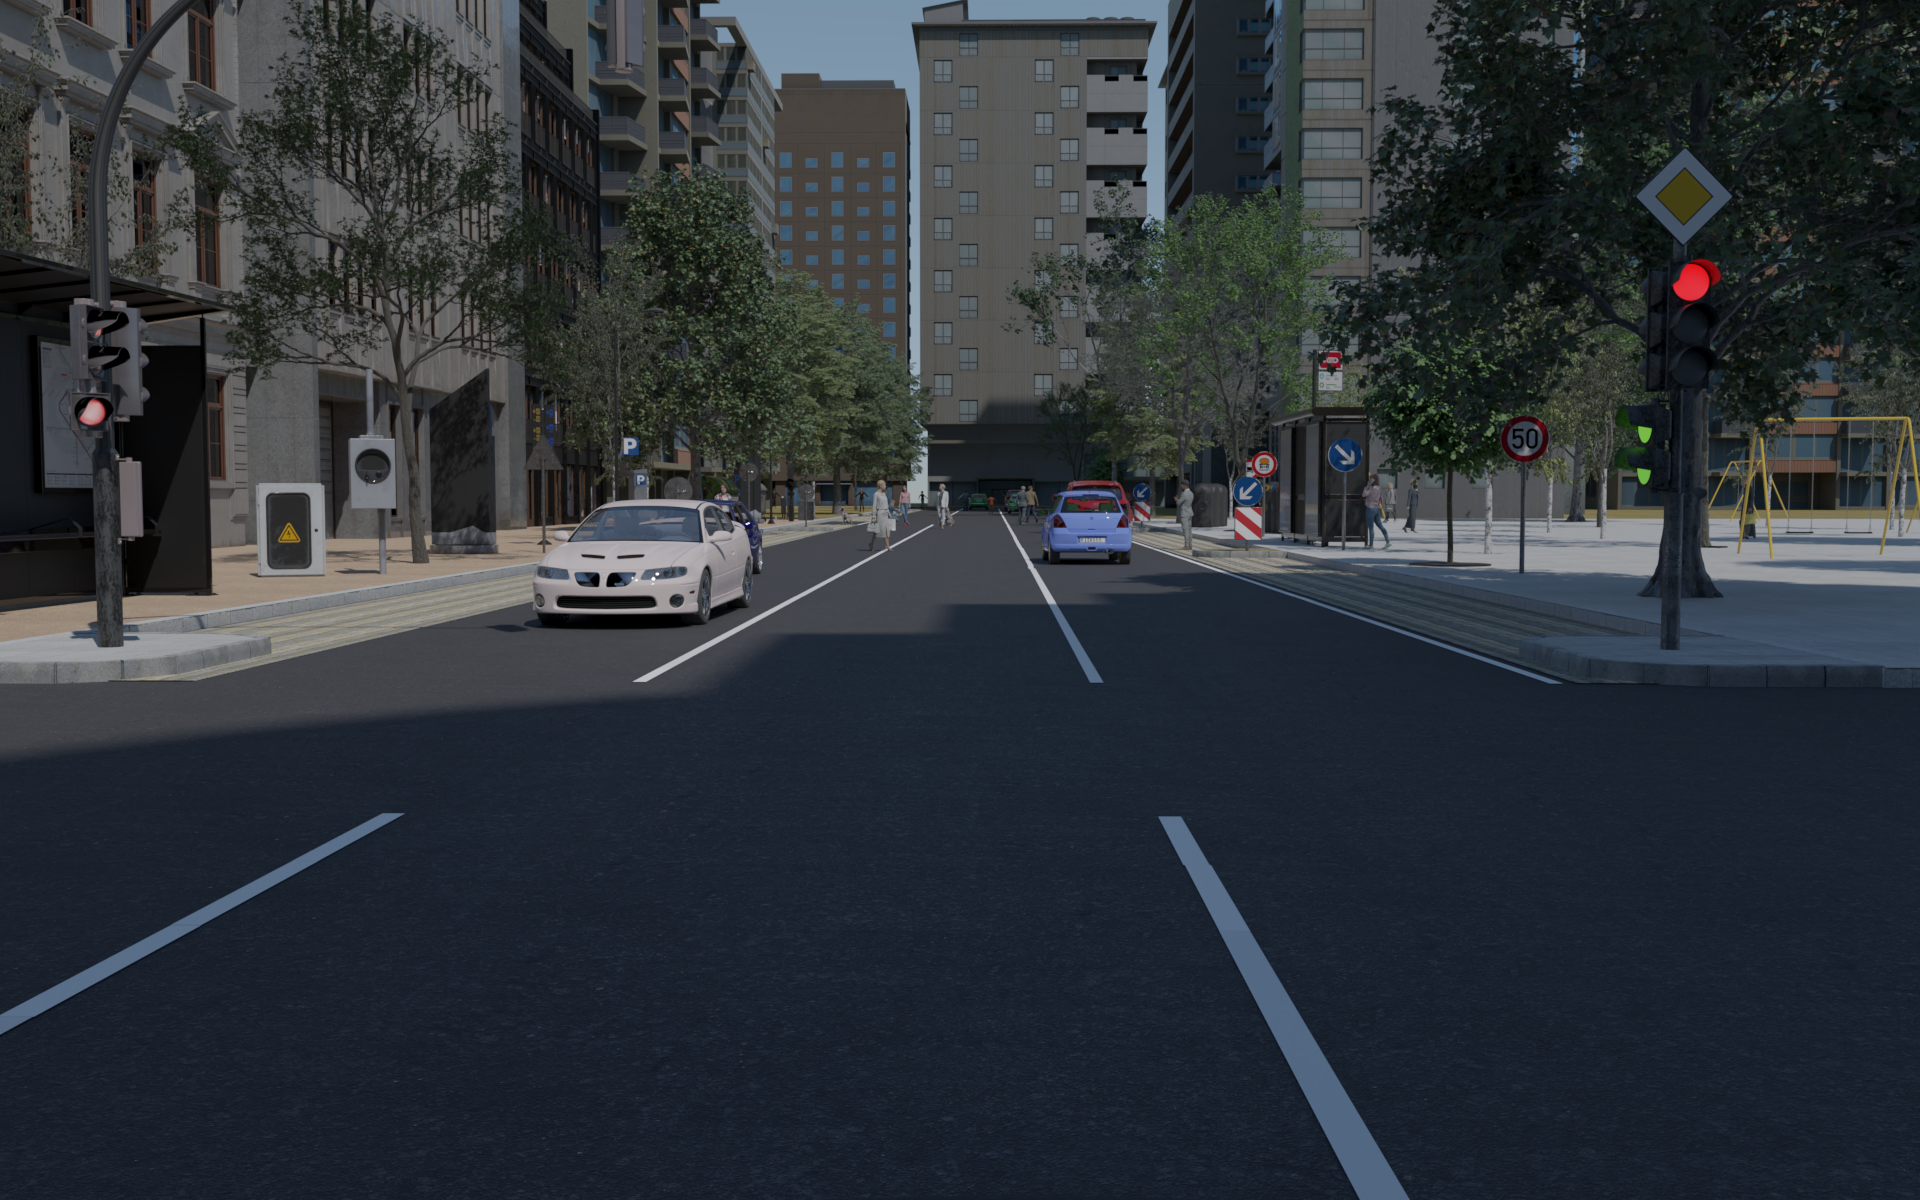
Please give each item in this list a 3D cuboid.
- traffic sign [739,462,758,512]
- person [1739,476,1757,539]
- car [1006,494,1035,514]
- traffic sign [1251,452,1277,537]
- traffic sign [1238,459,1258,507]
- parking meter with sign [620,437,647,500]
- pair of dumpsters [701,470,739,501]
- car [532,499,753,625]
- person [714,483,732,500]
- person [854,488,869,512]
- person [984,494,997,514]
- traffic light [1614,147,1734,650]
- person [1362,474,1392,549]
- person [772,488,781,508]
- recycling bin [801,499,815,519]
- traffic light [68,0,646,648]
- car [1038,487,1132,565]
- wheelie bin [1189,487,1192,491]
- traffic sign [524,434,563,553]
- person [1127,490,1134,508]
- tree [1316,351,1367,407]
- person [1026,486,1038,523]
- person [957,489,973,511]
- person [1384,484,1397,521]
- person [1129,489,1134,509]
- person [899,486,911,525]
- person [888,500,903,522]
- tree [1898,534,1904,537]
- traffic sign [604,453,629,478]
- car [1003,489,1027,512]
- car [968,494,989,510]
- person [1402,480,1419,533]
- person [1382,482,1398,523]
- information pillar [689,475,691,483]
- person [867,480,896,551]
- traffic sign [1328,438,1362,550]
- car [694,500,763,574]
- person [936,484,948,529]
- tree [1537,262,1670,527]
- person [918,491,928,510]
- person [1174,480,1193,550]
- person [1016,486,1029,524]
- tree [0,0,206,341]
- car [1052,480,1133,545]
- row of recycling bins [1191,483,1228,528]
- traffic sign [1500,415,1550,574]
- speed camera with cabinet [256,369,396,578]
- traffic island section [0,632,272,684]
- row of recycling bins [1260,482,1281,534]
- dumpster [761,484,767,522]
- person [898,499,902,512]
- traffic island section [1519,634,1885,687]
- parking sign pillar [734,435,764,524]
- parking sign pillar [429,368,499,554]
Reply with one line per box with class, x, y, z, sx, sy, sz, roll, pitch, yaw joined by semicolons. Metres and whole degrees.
traffic sign;-8.443;-4.225;69.190;0.768;2.556;0.104;0;4;2
person;22.677;-2.662;49.781;0.699;1.804;1.509;3;4;36
car;4.420;-7.068;127.359;2.131;1.459;4.920;0;4;3
traffic sign;9.113;-3.171;51.955;0.768;2.556;0.104;0;4;3
traffic sign;10.536;-3.859;63.197;0.768;2.556;0.104;0;4;6
parking meter with sign;-9.800;-3.444;52.567;0.543;3.016;1.738;-2;4;-26
pair of dumpsters;-9.872;-4.064;68.944;1.574;2.255;4.437;0;4;1
car;-3.635;-0.499;20.520;2.083;1.381;4.827;0;4;3
person;-6.438;-2.300;46.944;0.563;1.720;0.643;-2;4;-35
person;-7.181;-7.294;126.127;1.217;1.723;0.721;1;4;18
person;2.230;-6.901;124.589;1.065;1.426;0.557;-2;4;-30
traffic light;5.849;-1.546;14.200;0.839;4.253;0.868;0;4;1
person;9.750;-2.069;40.469;0.643;1.750;0.593;3;4;38
person;-17.272;-9.500;160.995;1.348;1.869;0.705;-2;4;-29
recycling bin;-7.895;-4.722;89.760;0.722;1.027;0.722;0;4;-5
traffic light;-5.018;-2.431;14.409;4.771;5.953;1.251;0;4;1
car;2.628;-1.648;36.528;1.945;1.707;3.694;0;4;-1
wheelie bin;10.505;-4.236;77.164;0.980;1.594;0.693;-3;5;-41
traffic sign;-9.029;-2.295;37.523;0.884;2.594;0.081;0;4;6
person;16.052;-9.626;164.109;1.217;1.739;0.721;0;4;4
tree;18.705;-8.230;84.928;4.737;8.622;4.395;0;3;0
person;3.614;-4.817;87.165;0.836;1.842;0.656;3;5;42
person;0.464;-8.263;143.690;1.350;1.814;0.705;-1;4;-15
person;20.323;-4.594;81.556;0.661;1.777;0.834;-1;4;-16
person;14.756;-8.805;150.720;0.721;1.743;1.217;-2;4;-30
person;-2.543;-4.338;79.441;0.555;1.821;0.388;-1;4;-13
person;-3.351;-4.438;86.559;0.738;1.151;1.012;-2;4;-28
tree;28.291;-6.194;51.627;4.360;8.622;3.978;0;3;0
traffic sign;-10.613;-3.286;53.724;0.884;2.594;0.081;0;4;1
car;4.674;-8.221;143.088;2.281;1.827;5.304;0;4;1
car;1.717;-9.157;158.512;1.959;1.807;4.718;0;4;0
person;14.985;-3.124;57.537;0.534;1.772;0.576;0;4;5
person;19.007;-4.295;76.443;0.728;1.800;0.709;0;4;-4
information pillar;-10.123;-3.773;66.176;0.304;2.012;0.304;3;5;42
person;-1.989;-2.118;43.476;0.694;1.780;0.624;-3;5;-45
traffic sign;8.753;-2.406;39.450;0.768;2.556;0.104;0;4;2
car;-4.450;-1.050;29.753;1.945;1.354;3.894;0;4;1
person;-0.723;-3.819;70.816;0.514;1.842;0.818;0;4;4
tree;24.342;-8.053;66.084;7.601;10.594;8.767;-3;5;-42
person;-3.323;-8.969;155.961;1.217;1.723;0.721;3;5;44
person;5.712;-2.176;44.252;0.466;1.800;0.511;1;4;17
person;2.983;-4.472;81.799;0.661;1.801;0.590;1;4;23
tree;-13.667;-4.588;25.383;4.360;8.622;3.978;0;3;0
car;3.774;-2.483;49.263;2.281;1.827;5.304;0;4;2
row of recycling bins;9.805;-3.713;67.826;1.069;1.692;3.534;1;4;21
traffic sign;9.064;-1.698;27.870;0.768;2.556;0.104;0;4;6
speed camera with cabinet;-9.923;-2.004;27.098;2.038;3.252;0.660;-1;4;-22
traffic island section;-7.150;0.473;14.546;2.009;0.180;2.903;0;4;1
row of recycling bins;10.629;-3.026;56.582;1.069;1.692;3.534;0;4;-4
dumpster;-9.456;-4.445;78.438;1.264;1.857;1.865;0;4;1
person;-4.275;-7.186;129.211;0.991;1.433;0.599;3;4;37
traffic island section;5.889;0.487;14.313;2.009;0.180;2.903;0;4;1
parking sign pillar;-9.280;-5.328;75.585;1.447;3.967;1.447;3;4;36
parking sign pillar;-10.734;-2.992;37.386;1.447;3.967;1.447;0;4;5
